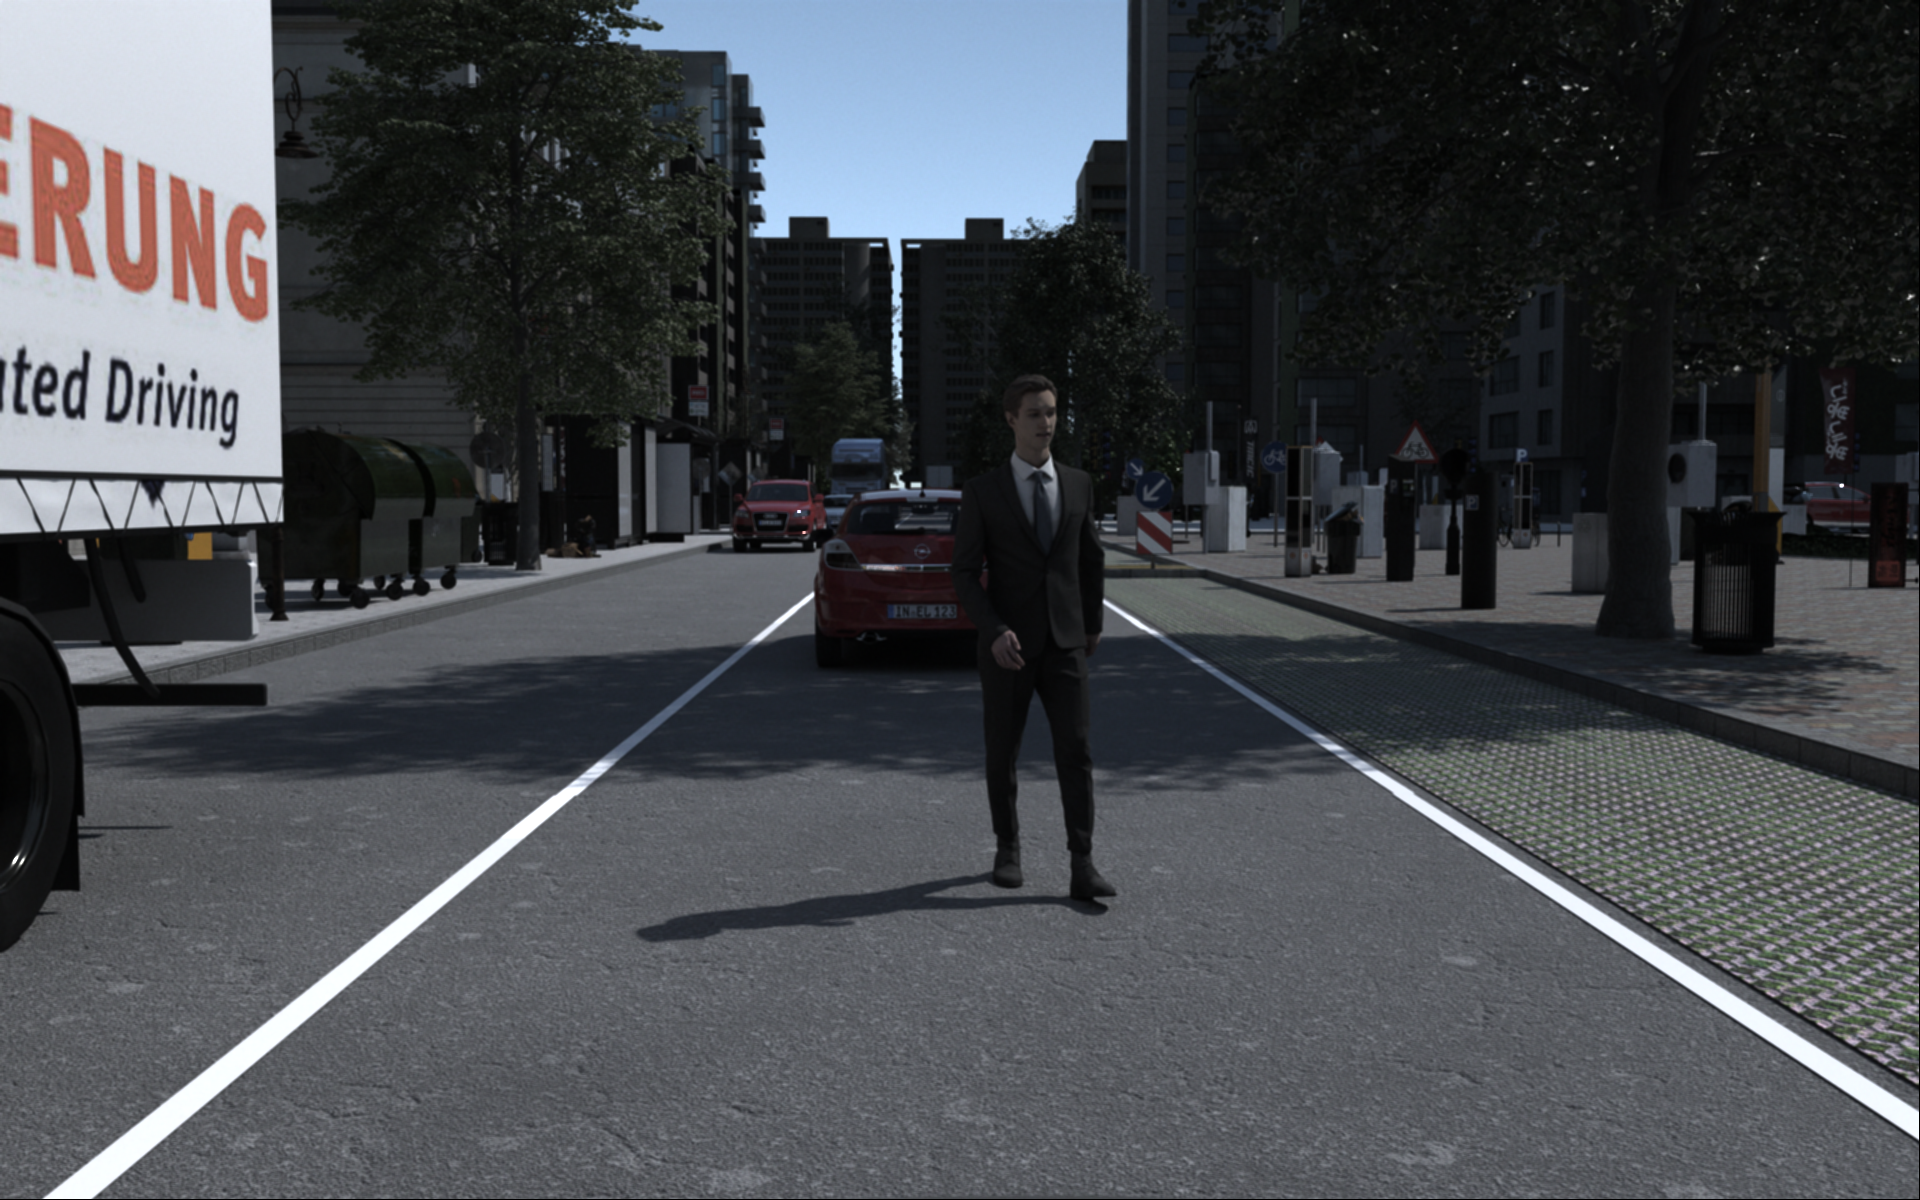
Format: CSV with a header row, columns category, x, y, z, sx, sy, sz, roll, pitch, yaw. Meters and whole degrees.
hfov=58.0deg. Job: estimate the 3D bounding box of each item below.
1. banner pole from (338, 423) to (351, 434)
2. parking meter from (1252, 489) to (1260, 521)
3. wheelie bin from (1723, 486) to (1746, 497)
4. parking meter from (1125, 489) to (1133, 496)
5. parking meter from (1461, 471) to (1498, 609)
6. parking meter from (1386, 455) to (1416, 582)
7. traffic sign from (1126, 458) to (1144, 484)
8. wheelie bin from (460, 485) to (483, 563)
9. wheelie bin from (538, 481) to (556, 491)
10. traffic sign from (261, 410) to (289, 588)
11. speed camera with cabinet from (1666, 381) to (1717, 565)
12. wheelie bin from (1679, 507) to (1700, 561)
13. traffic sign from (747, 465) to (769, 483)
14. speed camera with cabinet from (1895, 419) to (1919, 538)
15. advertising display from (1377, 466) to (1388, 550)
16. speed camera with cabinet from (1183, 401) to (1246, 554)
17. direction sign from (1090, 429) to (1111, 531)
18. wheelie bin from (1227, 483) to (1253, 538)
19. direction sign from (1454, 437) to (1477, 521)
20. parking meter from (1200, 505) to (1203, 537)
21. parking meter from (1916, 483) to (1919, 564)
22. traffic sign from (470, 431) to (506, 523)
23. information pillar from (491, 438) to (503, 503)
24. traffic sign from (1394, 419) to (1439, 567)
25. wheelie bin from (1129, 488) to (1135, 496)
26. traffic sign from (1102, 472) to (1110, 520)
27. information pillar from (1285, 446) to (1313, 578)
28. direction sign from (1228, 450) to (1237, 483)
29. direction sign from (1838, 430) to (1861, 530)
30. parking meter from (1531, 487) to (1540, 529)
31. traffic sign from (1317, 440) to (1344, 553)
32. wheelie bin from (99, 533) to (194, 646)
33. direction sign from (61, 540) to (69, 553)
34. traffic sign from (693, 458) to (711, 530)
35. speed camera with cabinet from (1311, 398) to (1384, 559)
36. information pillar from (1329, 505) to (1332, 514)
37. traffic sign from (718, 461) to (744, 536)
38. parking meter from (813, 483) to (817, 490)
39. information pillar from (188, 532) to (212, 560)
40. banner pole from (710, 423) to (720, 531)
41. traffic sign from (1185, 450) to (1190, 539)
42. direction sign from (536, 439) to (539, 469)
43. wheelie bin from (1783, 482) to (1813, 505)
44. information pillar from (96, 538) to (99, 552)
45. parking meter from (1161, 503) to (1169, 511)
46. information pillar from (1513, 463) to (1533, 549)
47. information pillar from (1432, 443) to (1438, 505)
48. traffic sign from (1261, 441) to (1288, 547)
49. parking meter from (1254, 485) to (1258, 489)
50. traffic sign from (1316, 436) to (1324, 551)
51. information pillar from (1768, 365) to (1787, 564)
category,x,y,z,sx,sy,sz,roll,pitch,yaw
banner pole,-21.628,-4.336,60.910,0.401,3.779,0.863,1,4,14
parking meter,14.092,-4.533,82.532,0.372,1.533,0.369,0,3,0
wheelie bin,30.018,-3.620,67.097,0.693,1.594,0.980,-2,4,-33
parking meter,7.875,-4.423,80.725,0.372,1.533,0.369,0,3,0
parking meter,5.817,-0.672,19.393,0.372,1.533,0.369,0,3,0
parking meter,6.487,-1.209,25.474,0.255,1.863,0.399,-1,4,-20
traffic sign,6.280,-3.765,61.656,0.768,2.556,0.104,0,4,7
wheelie bin,-9.321,-1.489,32.255,0.980,1.594,0.693,2,4,28
wheelie bin,-10.442,-2.170,43.385,0.693,1.594,0.980,0,4,1
traffic sign,-9.547,-1.442,23.682,0.768,2.556,0.104,0,4,5
speed camera with cabinet,12.681,-2.241,30.971,0.660,3.252,2.038,-1,4,-8
wheelie bin,14.001,-1.571,33.586,0.693,1.594,0.980,2,4,34
traffic sign,-7.107,-3.500,60.866,0.795,2.450,0.064,0,4,-1
speed camera with cabinet,21.928,-2.696,38.413,2.038,3.252,0.660,0,4,5
advertising display,9.951,-2.115,39.786,0.123,1.923,0.974,-2,4,-27
speed camera with cabinet,5.555,-2.652,37.695,0.660,3.252,2.038,2,4,34
direction sign,4.879,-4.178,60.312,0.876,3.537,0.379,3,5,41
wheelie bin,8.134,-2.641,51.095,0.980,1.594,0.693,-1,4,-22
direction sign,19.943,-4.677,68.464,0.876,3.537,0.379,1,4,8
parking meter,7.341,-2.635,51.489,0.372,1.533,0.369,0,3,0
parking meter,17.660,-1.415,31.553,0.372,1.533,0.369,0,3,0
traffic sign,-9.600,-2.145,35.182,0.768,2.556,0.104,1,4,9
information pillar,-18.894,-4.855,70.733,0.504,3.616,0.183,0,4,-5
traffic sign,7.928,-1.848,30.223,0.884,2.594,0.081,1,4,8
wheelie bin,9.264,-5.167,92.388,0.980,1.594,0.693,2,4,34
traffic sign,7.205,-5.323,87.133,0.768,2.556,0.104,0,4,8
information pillar,5.220,-1.358,26.694,0.304,2.012,0.304,-3,5,-43
direction sign,14.214,-6.003,90.149,0.876,3.537,0.379,-3,5,-43
direction sign,31.539,-4.262,61.684,0.876,3.537,0.379,1,4,13
parking meter,21.276,-3.406,64.100,0.372,1.533,0.369,0,3,0
traffic sign,7.877,-2.216,37.419,0.795,2.450,0.064,0,4,2
wheelie bin,-7.027,-0.425,14.863,0.980,1.594,0.693,-1,4,-14
direction sign,-9.674,-1.630,18.655,0.876,3.537,0.379,-1,4,-11
traffic sign,-9.223,-3.753,61.473,0.768,2.556,0.104,0,4,4
speed camera with cabinet,7.774,-2.506,35.304,0.660,3.252,2.038,-2,4,-27
information pillar,14.378,-3.799,66.598,0.304,2.012,0.304,1,4,19
traffic sign,-6.998,-3.012,52.882,0.795,2.450,0.064,0,4,-1
parking meter,-7.673,-5.206,90.834,0.255,1.863,0.399,1,4,19
information pillar,-7.500,-1.557,16.806,0.183,3.616,0.504,2,4,28
banner pole,-8.541,-4.322,60.685,0.401,3.779,0.863,-1,4,-23
traffic sign,6.501,-3.036,49.650,0.884,2.594,0.081,0,4,7
direction sign,-17.644,-4.905,72.197,0.379,3.537,0.876,-1,4,-22
wheelie bin,21.803,-2.293,45.393,0.980,1.594,0.693,2,4,26
information pillar,-17.218,-2.653,34.730,0.183,3.616,0.504,2,4,24
parking meter,10.647,-4.983,89.884,0.372,1.533,0.369,0,3,0
information pillar,13.173,-2.206,40.555,0.304,2.012,0.304,-1,4,-14
information pillar,21.873,-5.406,79.736,0.183,3.616,0.504,0,4,-6
traffic sign,7.637,-2.551,41.821,0.768,2.556,0.104,0,4,5
parking meter,18.736,-6.330,109.210,0.399,1.863,0.255,2,4,27
traffic sign,8.015,-2.365,38.665,0.884,2.594,0.081,0,4,7
information pillar,14.805,-2.455,31.501,0.504,3.616,0.183,-2,4,-29
